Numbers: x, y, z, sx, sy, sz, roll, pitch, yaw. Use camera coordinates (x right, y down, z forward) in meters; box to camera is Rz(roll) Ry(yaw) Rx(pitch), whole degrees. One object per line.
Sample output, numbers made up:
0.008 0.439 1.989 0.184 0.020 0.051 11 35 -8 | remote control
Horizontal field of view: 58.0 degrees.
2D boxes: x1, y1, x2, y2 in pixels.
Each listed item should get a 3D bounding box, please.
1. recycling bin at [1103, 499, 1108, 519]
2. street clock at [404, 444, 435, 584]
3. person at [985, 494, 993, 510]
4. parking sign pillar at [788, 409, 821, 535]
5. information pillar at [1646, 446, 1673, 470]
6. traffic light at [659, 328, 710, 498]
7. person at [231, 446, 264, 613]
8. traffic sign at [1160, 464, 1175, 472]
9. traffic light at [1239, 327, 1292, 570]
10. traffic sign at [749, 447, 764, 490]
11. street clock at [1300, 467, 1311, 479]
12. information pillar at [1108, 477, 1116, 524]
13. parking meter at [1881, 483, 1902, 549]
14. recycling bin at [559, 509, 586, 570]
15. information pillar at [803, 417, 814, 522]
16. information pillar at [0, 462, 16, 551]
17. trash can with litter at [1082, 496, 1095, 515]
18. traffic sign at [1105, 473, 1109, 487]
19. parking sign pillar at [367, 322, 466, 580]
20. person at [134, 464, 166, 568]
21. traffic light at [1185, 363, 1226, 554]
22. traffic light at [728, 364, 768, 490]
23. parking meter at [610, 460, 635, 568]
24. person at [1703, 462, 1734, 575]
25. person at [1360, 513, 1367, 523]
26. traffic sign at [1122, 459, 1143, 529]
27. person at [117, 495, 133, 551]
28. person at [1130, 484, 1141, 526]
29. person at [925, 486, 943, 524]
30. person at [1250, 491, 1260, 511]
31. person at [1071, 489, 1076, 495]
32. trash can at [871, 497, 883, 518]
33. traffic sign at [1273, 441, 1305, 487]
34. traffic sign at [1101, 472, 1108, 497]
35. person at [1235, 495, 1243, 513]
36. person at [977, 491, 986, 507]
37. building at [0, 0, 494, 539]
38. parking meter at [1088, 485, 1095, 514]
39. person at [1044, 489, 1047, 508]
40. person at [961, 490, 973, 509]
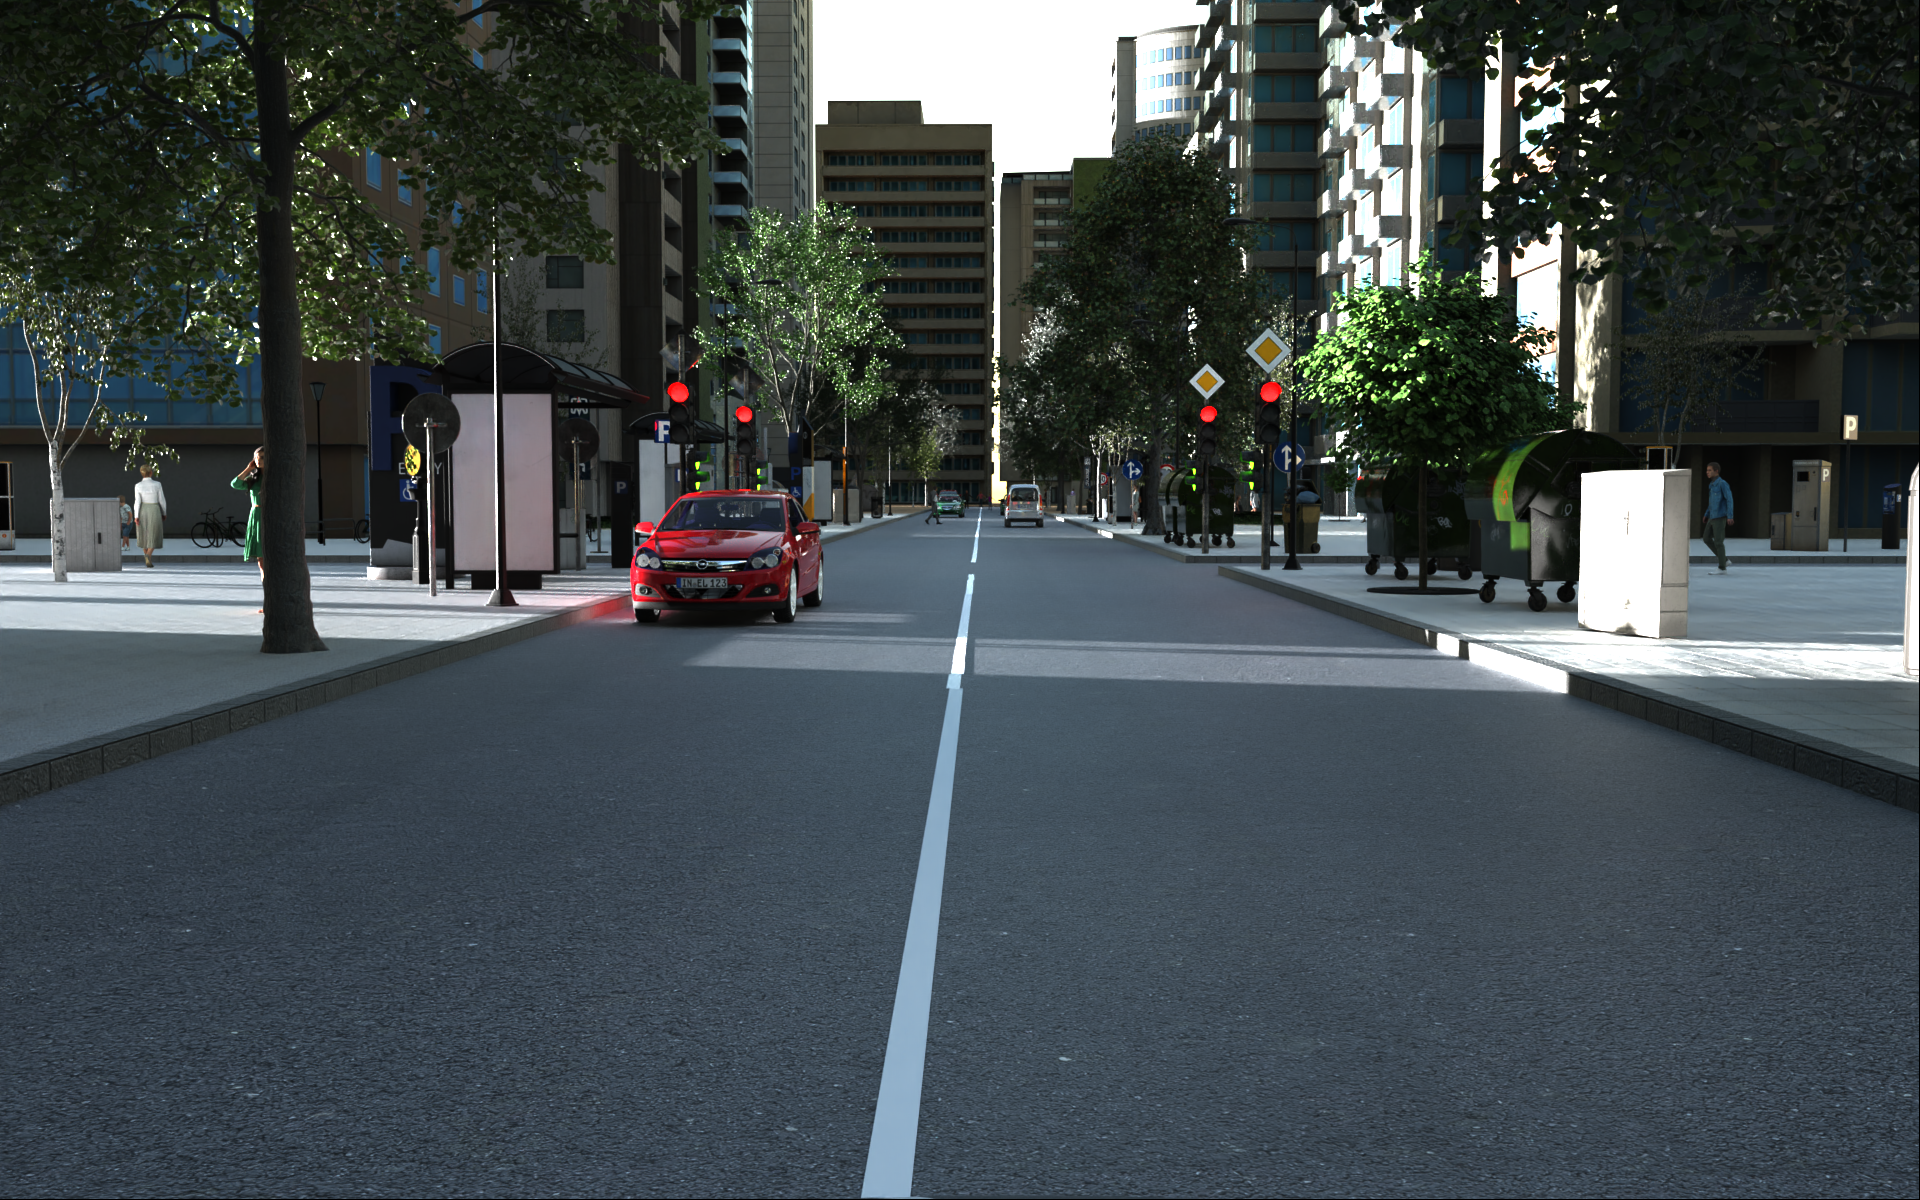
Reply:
7.877 -4.746 90.156 0.722 1.027 0.722 1 4 23 | recycling bin
-7.692 -1.230 24.685 0.471 2.002 0.358 3 5 43 | street clock
2.657 -8.583 152.048 0.991 1.433 0.599 0 4 -8 | person
-5.081 -4.023 54.246 1.447 3.967 1.447 0 4 -1 | parking sign pillar
10.813 -1.366 26.830 0.304 2.012 0.304 3 4 38 | information pillar
-4.691 -2.476 29.406 0.839 4.253 0.868 0 4 1 | traffic light
-7.455 -0.756 18.644 0.600 1.795 0.529 0 3 0 | person
8.693 -4.458 72.987 0.768 2.556 0.104 0 4 2 | traffic sign
5.169 -2.469 29.290 0.839 4.253 0.868 0 4 1 | traffic light
-5.392 -2.707 44.372 0.768 2.556 0.104 0 4 6 | traffic sign
9.259 -2.565 46.512 0.358 2.002 0.471 0 4 2 | street clock
6.457 -4.237 73.764 0.304 2.012 0.304 0 4 -3 | information pillar
21.691 -1.952 40.326 0.372 1.533 0.369 0 3 0 | parking meter
-6.853 -1.042 29.589 0.722 1.027 0.722 -2 4 -34 | recycling bin
-4.598 -3.736 52.432 0.183 3.616 0.504 -3 5 -39 | information pillar
-21.691 -2.132 39.342 0.304 2.012 0.304 -1 4 -14 | information pillar
7.919 -5.919 108.156 1.055 1.170 0.624 2 4 31 | trash can with litter
8.757 -6.259 102.436 0.768 2.556 0.104 1 4 10 | traffic sign
-8.315 -2.320 26.409 1.447 3.967 1.447 0 4 6 | parking sign pillar
-14.085 -1.456 30.074 0.478 1.798 0.641 0 4 -7 | person
5.277 -2.957 37.275 0.839 4.253 0.868 0 4 1 | traffic light
-4.584 -2.965 37.391 0.839 4.253 0.868 0 4 1 | traffic light
-5.847 -1.489 30.050 0.399 1.863 0.255 0 4 -5 | parking meter
12.083 -1.295 27.553 0.444 1.785 0.601 1 4 9 | person
18.265 -4.365 77.288 0.818 1.842 0.514 3 5 44 | person
6.290 -3.857 63.165 0.768 2.556 0.104 1 4 10 | traffic sign
-18.857 -1.737 39.119 0.352 1.250 0.332 -1 4 -13 | person
7.153 -3.891 70.671 0.522 1.701 0.512 -1 4 -14 | person
-1.239 -4.496 82.109 0.850 1.850 0.679 0 4 -1 | person
15.037 -5.009 88.697 0.760 1.731 0.466 2 4 26 | person
12.212 -10.993 185.649 0.599 1.838 0.709 -3 4 -36 | person
-4.379 -4.876 91.373 0.748 1.137 0.748 0 3 0 | trash can
7.967 -2.561 41.979 0.768 2.556 0.104 0 4 5 | traffic sign
8.314 -6.216 101.745 0.768 2.556 0.104 0 4 3 | traffic sign
12.817 -4.207 79.494 0.373 1.253 0.362 3 4 39 | person
2.309 -10.853 186.659 1.217 1.743 0.721 2 4 33 | person
-23.869 -24.769 55.080 14.600 45.320 14.200 0 4 1 | building
8.529 -6.515 112.230 0.399 1.863 0.255 -2 4 -30 | parking meter
7.771 -9.279 158.278 0.721 1.766 1.217 0 4 -2 | person
0.663 -9.949 171.296 1.348 1.807 0.705 0 4 6 | person
